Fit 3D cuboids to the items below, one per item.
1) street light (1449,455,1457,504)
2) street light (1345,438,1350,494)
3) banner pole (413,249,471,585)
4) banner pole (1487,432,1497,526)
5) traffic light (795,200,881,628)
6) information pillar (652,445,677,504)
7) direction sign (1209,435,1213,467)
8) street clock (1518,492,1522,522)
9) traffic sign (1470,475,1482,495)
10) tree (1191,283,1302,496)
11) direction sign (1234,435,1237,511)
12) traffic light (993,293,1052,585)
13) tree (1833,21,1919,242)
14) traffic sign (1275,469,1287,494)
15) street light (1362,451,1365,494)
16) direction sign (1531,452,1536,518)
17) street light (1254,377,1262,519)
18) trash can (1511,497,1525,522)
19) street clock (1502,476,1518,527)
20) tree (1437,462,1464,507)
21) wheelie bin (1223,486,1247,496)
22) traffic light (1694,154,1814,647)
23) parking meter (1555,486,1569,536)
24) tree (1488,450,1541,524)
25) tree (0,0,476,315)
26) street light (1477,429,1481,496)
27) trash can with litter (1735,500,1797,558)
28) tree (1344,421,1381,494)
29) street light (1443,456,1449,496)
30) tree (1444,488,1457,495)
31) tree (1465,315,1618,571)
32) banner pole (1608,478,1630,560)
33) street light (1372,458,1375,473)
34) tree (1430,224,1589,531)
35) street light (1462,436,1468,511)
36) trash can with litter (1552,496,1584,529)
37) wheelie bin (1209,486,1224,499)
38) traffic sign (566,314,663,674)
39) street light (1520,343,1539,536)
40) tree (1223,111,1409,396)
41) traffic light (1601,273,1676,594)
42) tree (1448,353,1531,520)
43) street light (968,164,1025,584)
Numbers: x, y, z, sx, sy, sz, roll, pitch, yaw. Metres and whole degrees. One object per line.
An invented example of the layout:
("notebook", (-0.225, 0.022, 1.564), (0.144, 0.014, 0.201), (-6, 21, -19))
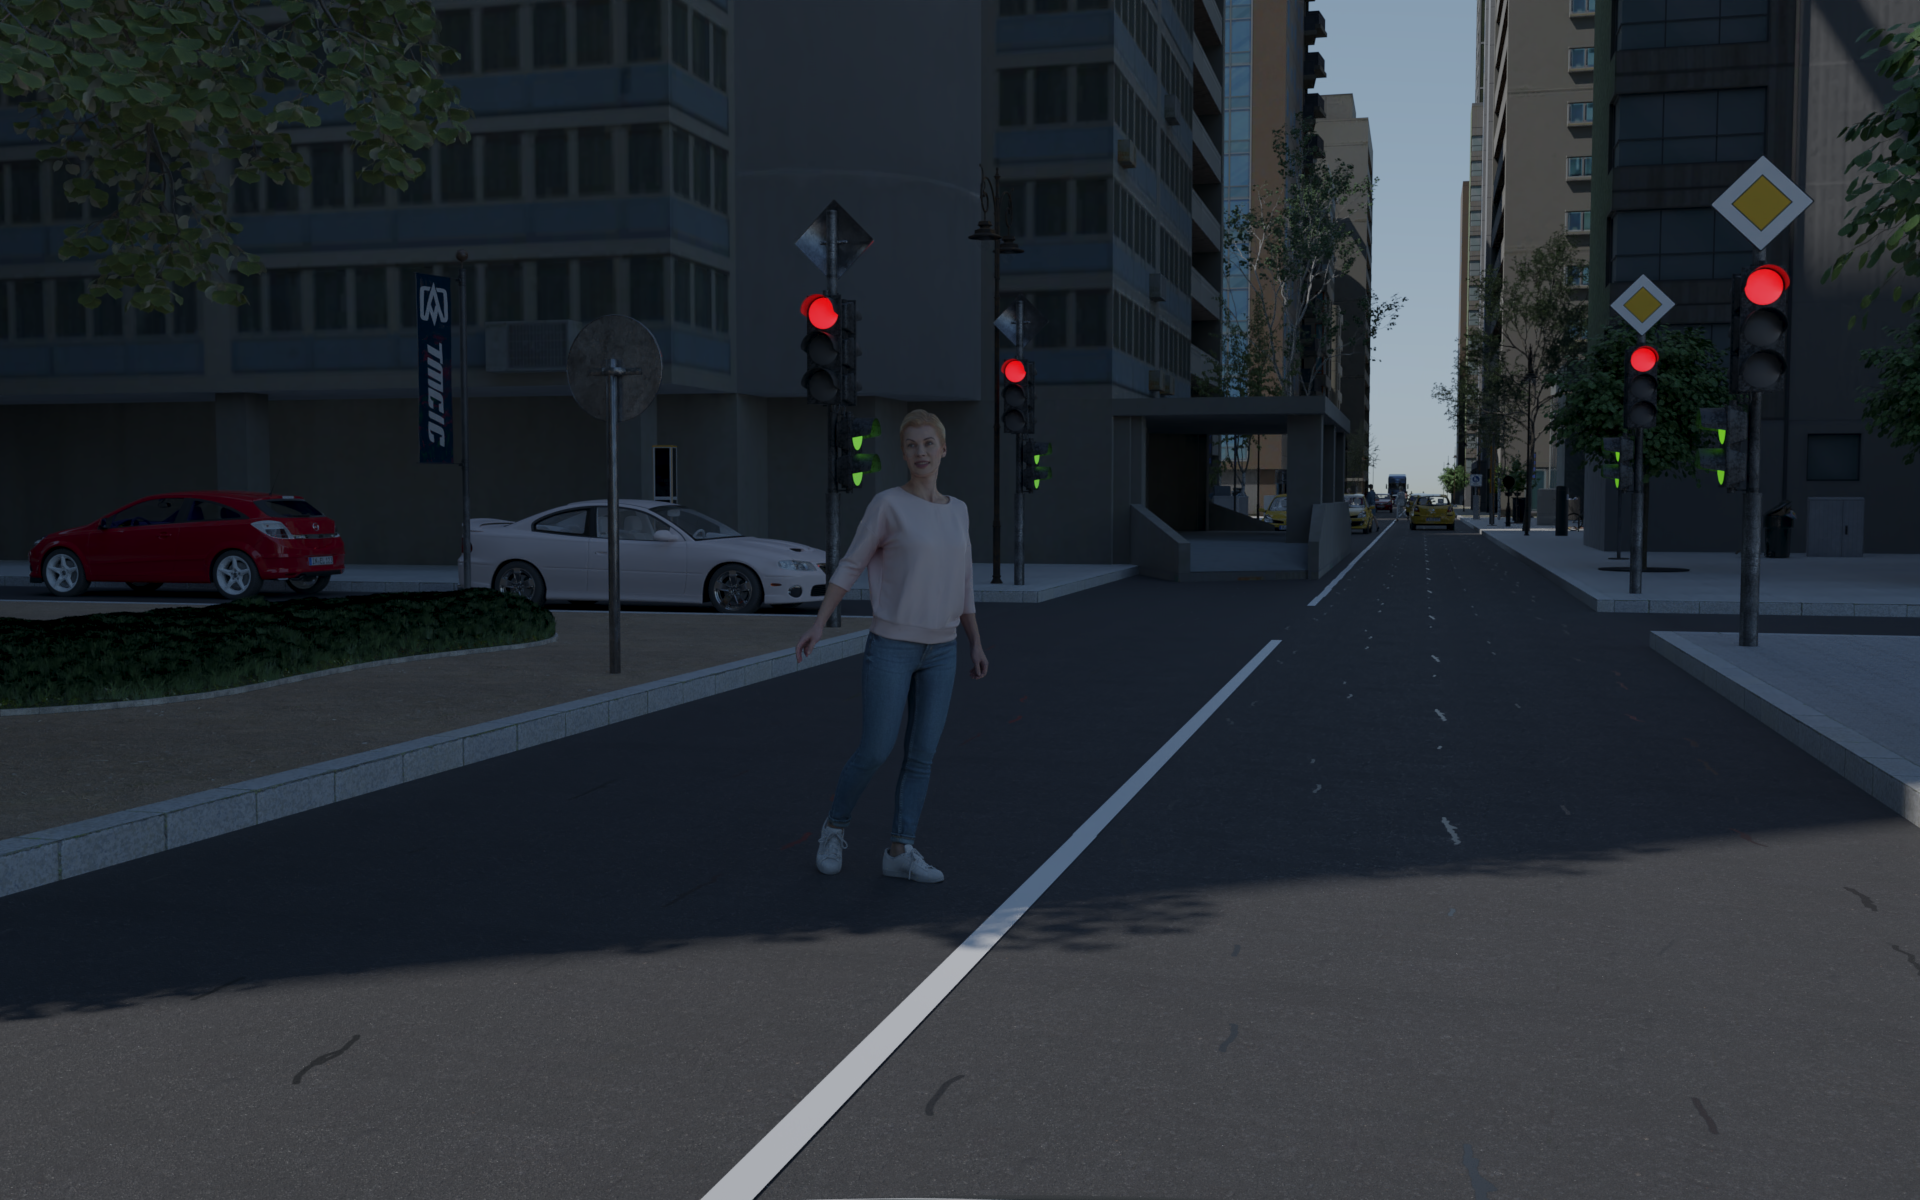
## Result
("street light", (47.934, -11.929, 167.833), (0.468, 5.910, 1.993), (1, 4, 15))
("street light", (31.233, -10.229, 140.028), (0.468, 5.910, 1.993), (1, 4, 15))
("banner pole", (-5.202, -1.687, 17.604), (0.401, 3.779, 0.863), (2, 4, 29))
("banner pole", (21.646, -4.909, 70.287), (0.401, 3.779, 0.863), (1, 4, 23))
("traffic light", (-1.203, -1.692, 16.578), (0.839, 4.253, 0.868), (1, 4, 15))
("information pillar", (-4.473, -1.333, 26.292), (0.304, 2.012, 0.304), (0, 4, 6))
("direction sign", (6.979, -3.533, 49.767), (0.379, 3.537, 0.876), (-2, 4, -27))
("street clock", (25.033, -4.478, 77.784), (0.358, 2.002, 0.471), (2, 4, 27))
("traffic sign", (26.906, -5.395, 90.340), (0.606, 2.300, 0.079), (2, 4, 24))
("tree", (10.051, -6.793, 61.427), (4.737, 8.622, 4.395), (0, 3, 0))
("direction sign", (8.453, -3.745, 53.226), (0.379, 3.537, 0.876), (0, 4, 6))
("traffic light", (0.851, -2.164, 24.295), (0.839, 4.253, 0.868), (1, 4, 15))
("tree", (5.737, -1.469, 7.724), (4.285, 4.588, 4.351), (0, 3, 0))
("traffic sign", (13.258, -4.227, 71.237), (0.606, 2.300, 0.079), (1, 4, 19))
("street light", (41.706, -12.626, 179.229), (0.468, 5.910, 1.993), (1, 4, 15))
("direction sign", (30.830, -6.207, 93.485), (0.379, 3.537, 0.876), (-1, 4, -10))
("street light", (11.223, -5.645, 65.076), (0.468, 5.910, 1.993), (1, 4, 15))
("trash can", (25.414, -4.100, 78.687), (0.748, 1.137, 0.748), (0, 3, 0))
("street clock", (21.665, -3.904, 68.408), (0.471, 2.002, 0.358), (1, 4, 22))
("tree", (50.149, -11.747, 175.770), (4.285, 4.588, 4.351), (0, 3, 0))
("wheelie bin", (13.567, -4.680, 84.418), (0.693, 1.594, 0.980), (-3, 5, -43))
("traffic light", (6.640, -1.565, 14.514), (0.839, 4.253, 0.868), (1, 4, 15))
("parking meter", (18.454, -2.732, 53.087), (0.372, 1.533, 0.369), (0, 3, 0))
("tree", (24.174, -4.931, 75.222), (1.663, 3.219, 1.824), (0, 3, 0))
("tree", (-5.097, -5.415, 6.662), (7.486, 12.596, 7.792), (0, 3, 0))
("street light", (28.328, -7.439, 94.417), (0.468, 5.910, 1.993), (1, 4, 15))
("trash can with litter", (16.159, -1.428, 34.737), (1.055, 1.170, 0.624), (1, 4, 15))
("tree", (39.031, -13.430, 169.940), (4.360, 8.622, 3.978), (0, 3, 0))
("street light", (58.492, -14.364, 207.645), (0.468, 5.910, 1.993), (1, 4, 15))
("tree", (56.300, -12.482, 198.682), (1.663, 3.219, 1.824), (0, 3, 0))
("tree", (11.502, -2.761, 28.856), (4.285, 4.588, 4.351), (0, 3, 0))
("banner pole", (12.940, -2.698, 34.134), (0.401, 3.779, 0.863), (0, 4, 1))
("street light", (52.378, -15.095, 219.594), (0.468, 5.910, 1.993), (1, 4, 15))
("tree", (19.906, -7.650, 59.484), (7.601, 10.594, 8.767), (0, 4, 6))
("street light", (37.123, -9.459, 127.438), (0.468, 5.910, 1.993), (1, 4, 15))
("trash can with litter", (22.836, -3.201, 63.388), (2.233, 1.210, 1.678), (1, 4, 18))
("wheelie bin", (14.349, -5.401, 96.220), (0.980, 1.594, 0.693), (-2, 4, -34))
("traffic sign", (-2.469, -0.747, 12.320), (0.768, 2.556, 0.104), (1, 4, 18))
("street light", (17.506, -4.926, 53.330), (0.468, 5.910, 1.993), (1, 4, 15))
("tree", (16.322, -14.243, 88.762), (12.611, 20.169, 13.585), (0, 3, 0))
("traffic light", (8.695, -2.037, 22.231), (0.839, 4.253, 0.868), (1, 4, 15))
("tree", (26.644, -8.297, 86.024), (4.360, 8.622, 3.978), (0, 3, 0))
("street light", (0.526, -3.173, 24.662), (0.468, 5.910, 1.993), (1, 4, 15))
